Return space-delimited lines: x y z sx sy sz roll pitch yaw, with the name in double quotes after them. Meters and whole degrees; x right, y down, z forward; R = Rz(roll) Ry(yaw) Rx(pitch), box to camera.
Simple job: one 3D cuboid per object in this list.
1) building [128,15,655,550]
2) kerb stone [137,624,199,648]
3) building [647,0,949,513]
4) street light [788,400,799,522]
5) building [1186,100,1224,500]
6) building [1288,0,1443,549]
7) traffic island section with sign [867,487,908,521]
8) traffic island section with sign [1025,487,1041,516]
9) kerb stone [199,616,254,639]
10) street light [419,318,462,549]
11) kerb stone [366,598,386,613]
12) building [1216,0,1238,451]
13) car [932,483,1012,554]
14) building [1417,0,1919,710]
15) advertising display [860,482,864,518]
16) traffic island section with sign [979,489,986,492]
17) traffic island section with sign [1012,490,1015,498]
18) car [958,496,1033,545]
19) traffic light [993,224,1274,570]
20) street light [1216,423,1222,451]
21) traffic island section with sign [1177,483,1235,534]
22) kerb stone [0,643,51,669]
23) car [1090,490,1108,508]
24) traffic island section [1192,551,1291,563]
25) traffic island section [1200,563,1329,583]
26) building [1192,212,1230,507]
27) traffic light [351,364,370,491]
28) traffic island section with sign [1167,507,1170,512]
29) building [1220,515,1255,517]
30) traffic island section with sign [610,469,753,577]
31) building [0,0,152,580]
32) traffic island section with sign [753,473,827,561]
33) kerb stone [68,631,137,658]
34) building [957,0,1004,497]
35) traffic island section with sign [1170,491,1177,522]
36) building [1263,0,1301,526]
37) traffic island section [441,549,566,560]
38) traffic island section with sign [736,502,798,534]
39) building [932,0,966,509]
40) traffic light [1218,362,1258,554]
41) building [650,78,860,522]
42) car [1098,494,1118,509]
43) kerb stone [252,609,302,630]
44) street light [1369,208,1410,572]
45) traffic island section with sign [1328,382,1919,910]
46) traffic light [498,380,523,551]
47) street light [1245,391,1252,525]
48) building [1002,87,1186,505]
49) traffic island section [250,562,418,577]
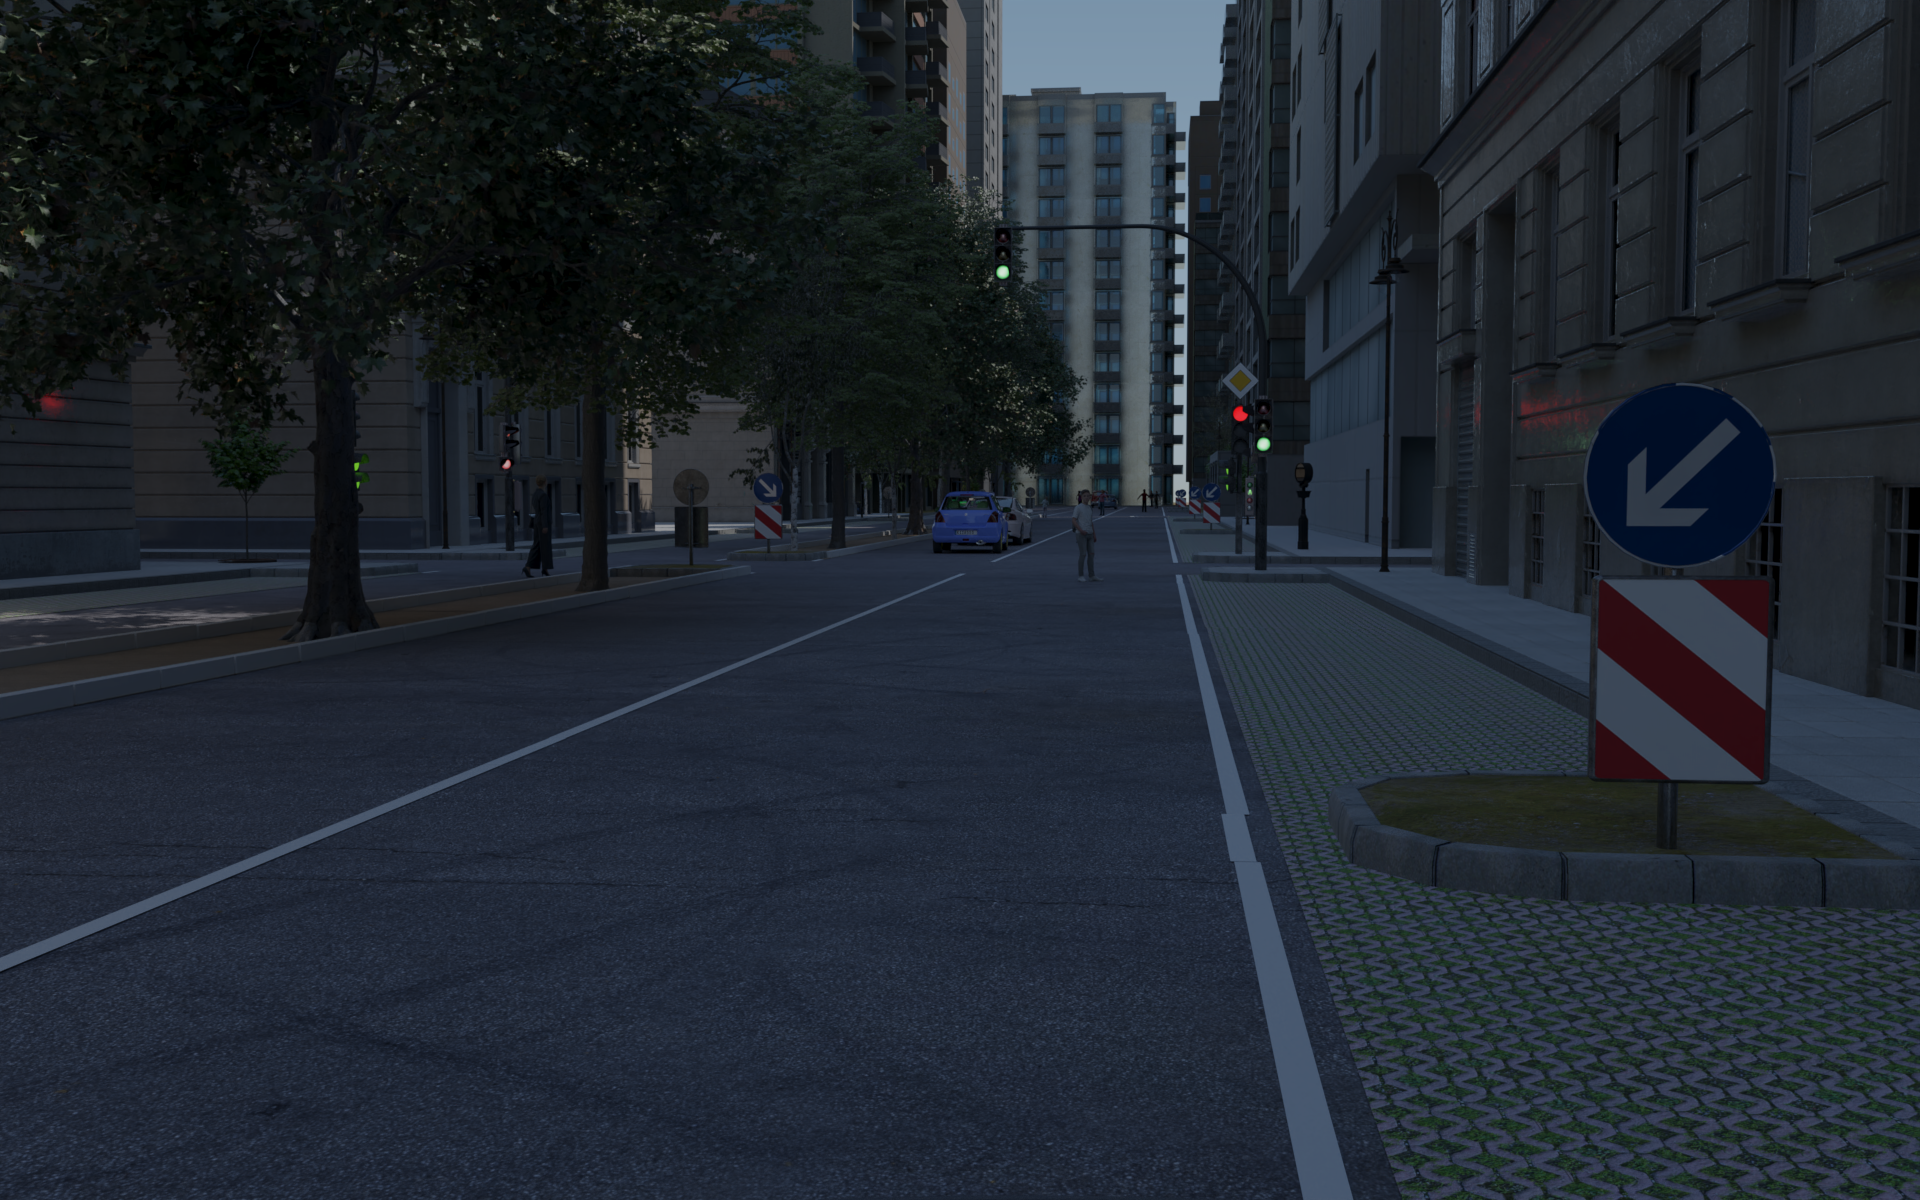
-17.676 -16.107 49.257 13.634 28.700 20.117 0 4 7 "building"
-7.602 0.349 16.489 0.120 0.150 1.000 0 4 7 "kerb stone"
-12.654 -28.999 128.750 22.147 44.769 28.867 0 4 7 "building"
-7.627 -6.464 78.467 0.468 5.910 1.993 0 4 7 "street light"
33.458 -33.632 199.993 14.200 45.320 14.600 0 4 7 "building"
23.515 -28.088 48.475 27.495 52.752 28.713 0 4 7 "building"
-3.773 -5.068 91.494 1.989 1.847 2.006 0 4 7 "traffic island section with sign"
4.518 -6.388 112.584 2.006 1.907 1.989 0 4 7 "traffic island section with sign"
-7.479 0.299 17.510 0.120 0.150 1.000 0 4 7 "kerb stone"
-12.018 -4.130 40.307 0.468 5.910 1.993 0 4 7 "street light"
-7.131 0.100 20.564 0.120 0.150 1.000 0 4 7 "kerb stone"
34.595 -32.769 155.375 23.786 49.044 30.456 0 4 7 "building"
0.290 -2.046 43.042 1.945 1.707 3.694 0 4 5 "car"
13.320 -10.976 12.747 16.112 22.955 30.059 0 4 7 "building"
-5.321 -5.427 93.941 0.123 1.923 0.974 0 4 -7 "advertising display"
1.818 -8.037 140.035 1.989 1.847 2.006 0 4 7 "traffic island section with sign"
5.005 -9.734 167.781 1.989 1.847 2.006 0 4 7 "traffic island section with sign"
1.013 -2.287 49.750 2.083 1.381 4.827 0 4 7 "car"
2.954 -3.334 29.179 4.771 5.953 1.251 0 4 7 "traffic light"
16.520 -8.425 110.532 0.468 5.910 1.993 0 4 7 "street light"
8.879 -3.268 62.054 1.989 1.847 2.006 0 4 7 "traffic island section with sign"
-7.832 0.476 14.451 0.120 0.150 1.000 0 4 7 "kerb stone"
14.594 -10.471 179.878 2.281 1.827 5.304 0 4 5 "car"
5.993 -0.908 37.124 2.009 0.180 2.903 0 4 7 "traffic island section"
5.081 -0.423 29.191 2.009 0.180 2.903 0 4 7 "traffic island section"
31.106 -24.905 178.890 14.160 30.474 14.107 0 4 7 "building"
-11.015 -2.568 30.905 0.839 4.253 0.868 0 4 7 "traffic light"
17.645 -7.936 138.386 1.989 1.847 2.006 0 4 7 "traffic island section with sign"
25.139 -40.398 98.759 20.563 71.187 20.611 0 4 7 "building"
-4.912 -1.372 30.577 2.006 1.907 1.989 0 4 7 "traffic island section with sign"
-31.285 -12.619 25.398 34.723 24.649 14.460 0 4 7 "building"
-4.056 -1.823 37.934 2.006 1.907 1.989 0 4 7 "traffic island section with sign"
-7.721 0.412 15.467 0.120 0.150 1.000 0 4 7 "kerb stone"
-6.606 -45.344 179.628 20.611 71.187 20.563 0 4 7 "building"
12.090 -4.979 90.039 1.989 1.847 2.006 0 4 7 "traffic island section with sign"
20.153 -18.556 75.096 14.160 30.474 14.107 0 4 7 "building"
-10.141 -1.021 38.978 2.009 0.180 2.903 0 4 7 "traffic island section"
-6.993 -3.349 63.382 1.989 1.847 2.006 0 4 7 "traffic island section with sign"
-7.108 -30.569 149.915 14.600 45.320 14.200 0 4 7 "building"
5.955 -2.942 37.015 0.839 4.253 0.868 0 4 7 "traffic light"
-12.562 -13.972 79.356 10.553 20.767 40.483 0 4 7 "building"
13.915 -9.233 162.969 2.014 1.417 4.499 0 4 7 "car"
-7.365 0.225 18.524 0.120 0.150 1.000 0 4 7 "kerb stone"
6.998 -3.400 28.376 0.468 5.910 1.993 0 4 7 "street light"
2.544 0.102 6.959 1.989 1.847 2.006 0 4 7 "traffic island section with sign"
-8.015 -3.912 38.635 4.771 5.953 1.251 0 4 7 "traffic light"
12.090 -6.106 72.624 0.468 5.910 1.993 0 4 7 "street light"
11.433 -35.924 206.961 30.456 49.044 23.786 0 4 7 "building"
-11.054 -0.536 31.045 2.009 0.180 2.903 0 4 7 "traffic island section"
